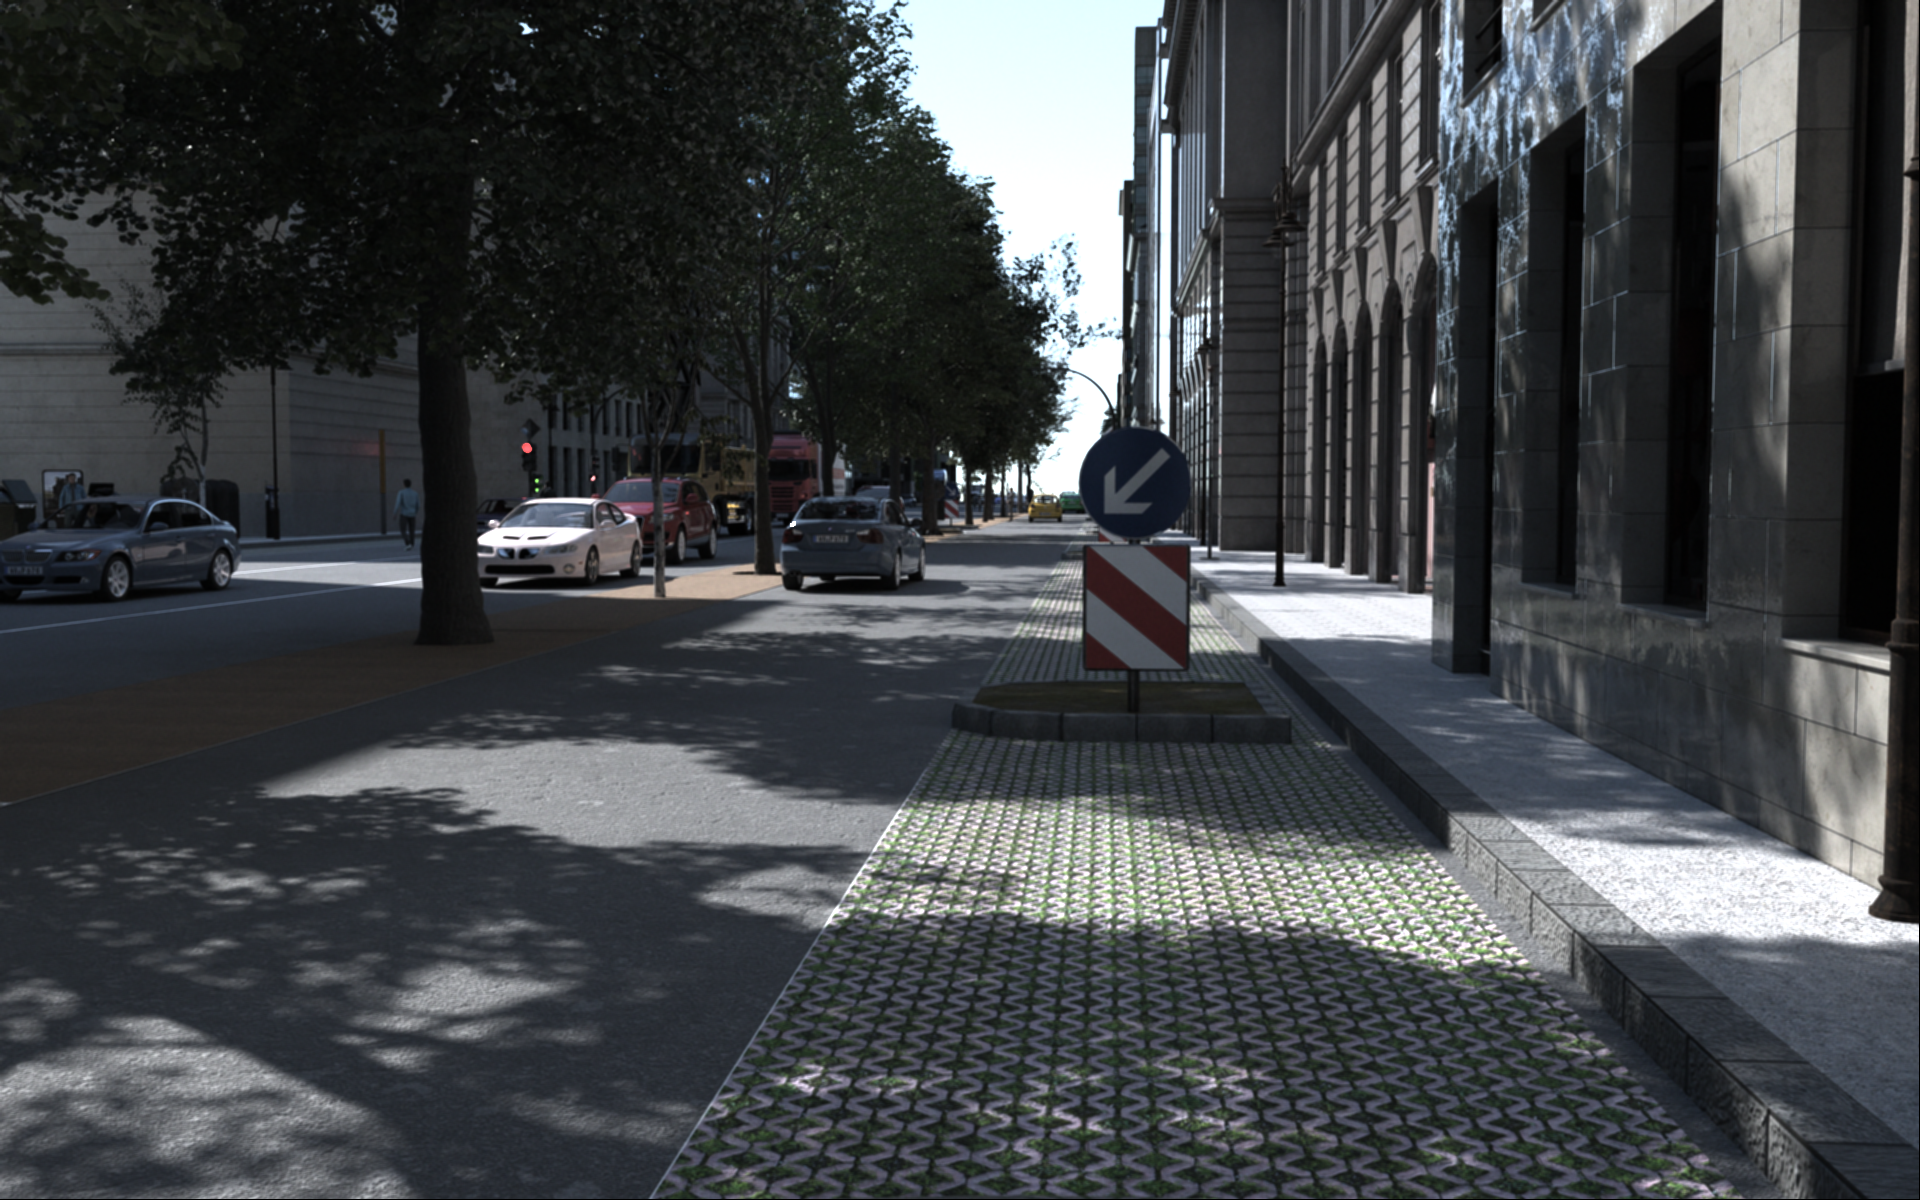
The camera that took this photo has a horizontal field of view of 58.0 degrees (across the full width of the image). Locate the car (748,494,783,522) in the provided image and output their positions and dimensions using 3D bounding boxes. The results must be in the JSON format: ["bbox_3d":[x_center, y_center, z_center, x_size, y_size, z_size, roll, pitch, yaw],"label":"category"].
[{"bbox_3d":[-10.450,-4.845,91.008,2.131,1.459,4.920,0,4,4],"label":"car"}]

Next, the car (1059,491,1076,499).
[{"bbox_3d":[11.950,-11.123,190.536,2.281,1.827,5.304,0,4,6],"label":"car"}]

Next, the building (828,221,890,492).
[{"bbox_3d":[-23.839,-30.566,191.634,32.217,40.220,23.993,0,4,5],"label":"building"}]

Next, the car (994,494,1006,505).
[{"bbox_3d":[5.436,-13.786,234.995,1.945,1.707,3.694,0,4,5],"label":"car"}]

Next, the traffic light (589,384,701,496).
[{"bbox_3d":[-13.124,-5.943,71.843,4.771,5.953,1.251,0,4,5],"label":"traffic light"}]

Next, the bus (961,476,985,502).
[{"bbox_3d":[2.194,-15.148,239.208,2.896,3.916,12.252,0,4,6],"label":"bus"}]

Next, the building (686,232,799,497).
[{"bbox_3d":[-20.127,-17.262,124.037,13.314,21.916,24.055,0,4,5],"label":"building"}]

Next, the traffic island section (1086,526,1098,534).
[{"bbox_3d":[5.556,-2.453,62.390,2.009,0.180,2.903,0,4,5],"label":"traffic island section"}]

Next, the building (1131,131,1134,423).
[{"bbox_3d":[28.622,-31.887,175.981,22.147,44.769,28.867,0,4,5],"label":"building"}]

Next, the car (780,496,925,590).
[{"bbox_3d":[-1.633,-0.929,27.187,2.014,1.417,4.499,0,4,7],"label":"car"}]

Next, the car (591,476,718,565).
[{"bbox_3d":[-6.539,-1.722,36.836,2.281,1.827,5.304,0,4,4],"label":"car"}]

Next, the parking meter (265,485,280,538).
[{"bbox_3d":[-20.014,-2.569,50.421,0.372,1.533,0.369,0,3,0],"label":"parking meter"}]

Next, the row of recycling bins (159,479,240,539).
[{"bbox_3d":[-21.209,-2.532,48.506,1.069,1.692,3.534,0,4,3],"label":"row of recycling bins"}]

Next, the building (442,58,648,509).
[{"bbox_3d":[-21.799,-13.787,80.171,10.420,20.320,16.860,0,4,5],"label":"building"}]

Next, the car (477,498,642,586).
[{"bbox_3d":[-6.538,-0.984,28.443,2.083,1.381,4.827,0,4,3],"label":"car"}]

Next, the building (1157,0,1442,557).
[{"bbox_3d":[12.657,-12.697,49.391,13.314,21.916,24.055,0,4,5],"label":"building"}]

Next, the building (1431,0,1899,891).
[{"bbox_3d":[8.077,-9.116,3.799,10.420,20.320,16.860,0,4,5],"label":"building"}]

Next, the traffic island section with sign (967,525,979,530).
[{"bbox_3d":[-0.305,-3.817,70.544,2.006,1.907,1.989,0,4,5],"label":"traffic island section with sign"}]

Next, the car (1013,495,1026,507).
[{"bbox_3d":[6.883,-10.982,191.923,2.083,1.381,4.827,0,4,6],"label":"car"}]

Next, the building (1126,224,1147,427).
[{"bbox_3d":[18.551,-18.707,134.745,11.050,23.489,19.941,0,4,5],"label":"building"}]

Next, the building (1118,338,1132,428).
[{"bbox_3d":[33.096,-22.041,205.415,27.650,21.520,28.899,0,4,5],"label":"building"}]

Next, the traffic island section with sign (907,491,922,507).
[{"bbox_3d":[-4.924,-11.552,197.504,1.989,1.847,2.006,0,4,5],"label":"traffic island section with sign"}]

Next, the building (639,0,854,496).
[{"bbox_3d":[-21.413,-51.967,162.338,22.319,86.520,31.000,0,4,5],"label":"building"}]

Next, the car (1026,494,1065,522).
[{"bbox_3d":[4.385,-4.812,88.905,2.015,1.641,3.980,0,4,3],"label":"car"}]

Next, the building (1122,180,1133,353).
[{"bbox_3d":[29.392,-36.067,239.804,14.600,45.320,14.200,0,4,5],"label":"building"}]

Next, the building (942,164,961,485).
[{"bbox_3d":[-14.260,-42.258,280.149,28.713,52.752,27.495,0,4,5],"label":"building"}]

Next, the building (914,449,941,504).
[{"bbox_3d":[-10.268,-33.875,237.454,14.154,41.232,14.086,0,4,5],"label":"building"}]

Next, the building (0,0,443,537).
[{"bbox_3d":[-30.348,-16.554,58.045,23.554,28.519,14.401,0,4,5],"label":"building"}]

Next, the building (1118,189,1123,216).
[{"bbox_3d":[40.706,-42.768,288.491,28.713,52.752,27.495,0,4,5],"label":"building"}]

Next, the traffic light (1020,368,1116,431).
[{"bbox_3d":[3.425,-5.360,62.310,4.771,5.953,1.251,0,4,5],"label":"traffic light"}]

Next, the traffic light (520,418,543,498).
[{"bbox_3d":[-15.873,-4.593,64.021,0.839,4.253,0.868,0,4,5],"label":"traffic light"}]

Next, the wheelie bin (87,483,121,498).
[{"bbox_3d":[-24.424,-2.538,49.408,0.980,1.594,0.693,-3,5,-44],"label":"wheelie bin"}]

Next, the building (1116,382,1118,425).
[{"bbox_3d":[37.577,-25.468,261.440,27.650,21.520,28.899,0,4,5],"label":"building"}]

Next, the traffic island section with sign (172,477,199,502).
[{"bbox_3d":[-17.954,-1.889,39.517,1.989,1.847,2.006,0,4,5],"label":"traffic island section with sign"}]

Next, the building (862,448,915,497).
[{"bbox_3d":[-13.207,-26.816,210.137,14.160,30.474,14.107,0,4,5],"label":"building"}]

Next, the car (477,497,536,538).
[{"bbox_3d":[-12.977,-2.266,49.635,1.945,1.354,3.894,0,4,3],"label":"car"}]

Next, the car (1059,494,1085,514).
[{"bbox_3d":[8.121,-7.097,124.824,1.959,1.807,4.718,0,4,5],"label":"car"}]

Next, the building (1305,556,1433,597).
[{"bbox_3d":[11.954,-11.227,25.357,13.314,21.916,24.055,0,4,5],"label":"building"}]

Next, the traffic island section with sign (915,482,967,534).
[{"bbox_3d":[-0.923,-3.365,63.162,2.006,1.907,1.989,0,4,5],"label":"traffic island section with sign"}]

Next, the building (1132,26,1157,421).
[{"bbox_3d":[22.484,-28.832,155.000,14.154,41.232,14.086,0,4,5],"label":"building"}]

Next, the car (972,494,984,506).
[{"bbox_3d":[2.444,-11.942,205.045,2.009,1.686,4.222,0,4,5],"label":"car"}]

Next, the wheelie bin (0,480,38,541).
[{"bbox_3d":[-20.727,-1.836,37.927,0.693,1.594,0.980,1,4,15],"label":"wheelie bin"}]

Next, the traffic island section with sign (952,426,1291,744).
[{"bbox_3d":[0.979,-0.138,10.878,1.989,1.847,2.006,0,4,5],"label":"traffic island section with sign"}]

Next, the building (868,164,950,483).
[{"bbox_3d":[-13.042,-38.641,255.482,21.300,48.544,21.600,0,4,5],"label":"building"}]

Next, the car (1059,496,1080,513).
[{"bbox_3d":[8.191,-7.184,130.036,1.945,1.354,3.894,0,4,4],"label":"car"}]

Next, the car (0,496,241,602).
[{"bbox_3d":[-11.911,-0.766,24.520,2.014,1.417,4.499,0,4,4],"label":"car"}]

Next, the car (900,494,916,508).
[{"bbox_3d":[-5.733,-10.565,184.733,2.014,1.417,4.499,0,4,6],"label":"car"}]

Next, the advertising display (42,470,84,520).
[{"bbox_3d":[-23.864,-2.501,46.112,0.974,1.923,0.123,-1,4,-16],"label":"advertising display"}]

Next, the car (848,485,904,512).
[{"bbox_3d":[-3.715,-4.148,76.490,2.281,1.827,5.304,0,4,6],"label":"car"}]

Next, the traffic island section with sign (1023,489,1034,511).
[{"bbox_3d":[5.863,-8.397,145.430,2.006,1.907,1.989,0,4,5],"label":"traffic island section with sign"}]

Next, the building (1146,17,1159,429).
[{"bbox_3d":[16.613,-16.988,95.771,12.078,24.808,19.932,0,4,5],"label":"building"}]

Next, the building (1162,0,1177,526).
[{"bbox_3d":[18.751,-15.647,73.851,19.932,24.808,12.078,0,4,5],"label":"building"}]

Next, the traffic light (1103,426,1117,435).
[{"bbox_3d":[6.174,-4.974,70.237,0.839,4.253,0.868,0,4,5],"label":"traffic light"}]

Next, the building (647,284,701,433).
[{"bbox_3d":[-23.508,-14.112,98.180,16.820,18.784,16.811,0,4,5],"label":"building"}]
